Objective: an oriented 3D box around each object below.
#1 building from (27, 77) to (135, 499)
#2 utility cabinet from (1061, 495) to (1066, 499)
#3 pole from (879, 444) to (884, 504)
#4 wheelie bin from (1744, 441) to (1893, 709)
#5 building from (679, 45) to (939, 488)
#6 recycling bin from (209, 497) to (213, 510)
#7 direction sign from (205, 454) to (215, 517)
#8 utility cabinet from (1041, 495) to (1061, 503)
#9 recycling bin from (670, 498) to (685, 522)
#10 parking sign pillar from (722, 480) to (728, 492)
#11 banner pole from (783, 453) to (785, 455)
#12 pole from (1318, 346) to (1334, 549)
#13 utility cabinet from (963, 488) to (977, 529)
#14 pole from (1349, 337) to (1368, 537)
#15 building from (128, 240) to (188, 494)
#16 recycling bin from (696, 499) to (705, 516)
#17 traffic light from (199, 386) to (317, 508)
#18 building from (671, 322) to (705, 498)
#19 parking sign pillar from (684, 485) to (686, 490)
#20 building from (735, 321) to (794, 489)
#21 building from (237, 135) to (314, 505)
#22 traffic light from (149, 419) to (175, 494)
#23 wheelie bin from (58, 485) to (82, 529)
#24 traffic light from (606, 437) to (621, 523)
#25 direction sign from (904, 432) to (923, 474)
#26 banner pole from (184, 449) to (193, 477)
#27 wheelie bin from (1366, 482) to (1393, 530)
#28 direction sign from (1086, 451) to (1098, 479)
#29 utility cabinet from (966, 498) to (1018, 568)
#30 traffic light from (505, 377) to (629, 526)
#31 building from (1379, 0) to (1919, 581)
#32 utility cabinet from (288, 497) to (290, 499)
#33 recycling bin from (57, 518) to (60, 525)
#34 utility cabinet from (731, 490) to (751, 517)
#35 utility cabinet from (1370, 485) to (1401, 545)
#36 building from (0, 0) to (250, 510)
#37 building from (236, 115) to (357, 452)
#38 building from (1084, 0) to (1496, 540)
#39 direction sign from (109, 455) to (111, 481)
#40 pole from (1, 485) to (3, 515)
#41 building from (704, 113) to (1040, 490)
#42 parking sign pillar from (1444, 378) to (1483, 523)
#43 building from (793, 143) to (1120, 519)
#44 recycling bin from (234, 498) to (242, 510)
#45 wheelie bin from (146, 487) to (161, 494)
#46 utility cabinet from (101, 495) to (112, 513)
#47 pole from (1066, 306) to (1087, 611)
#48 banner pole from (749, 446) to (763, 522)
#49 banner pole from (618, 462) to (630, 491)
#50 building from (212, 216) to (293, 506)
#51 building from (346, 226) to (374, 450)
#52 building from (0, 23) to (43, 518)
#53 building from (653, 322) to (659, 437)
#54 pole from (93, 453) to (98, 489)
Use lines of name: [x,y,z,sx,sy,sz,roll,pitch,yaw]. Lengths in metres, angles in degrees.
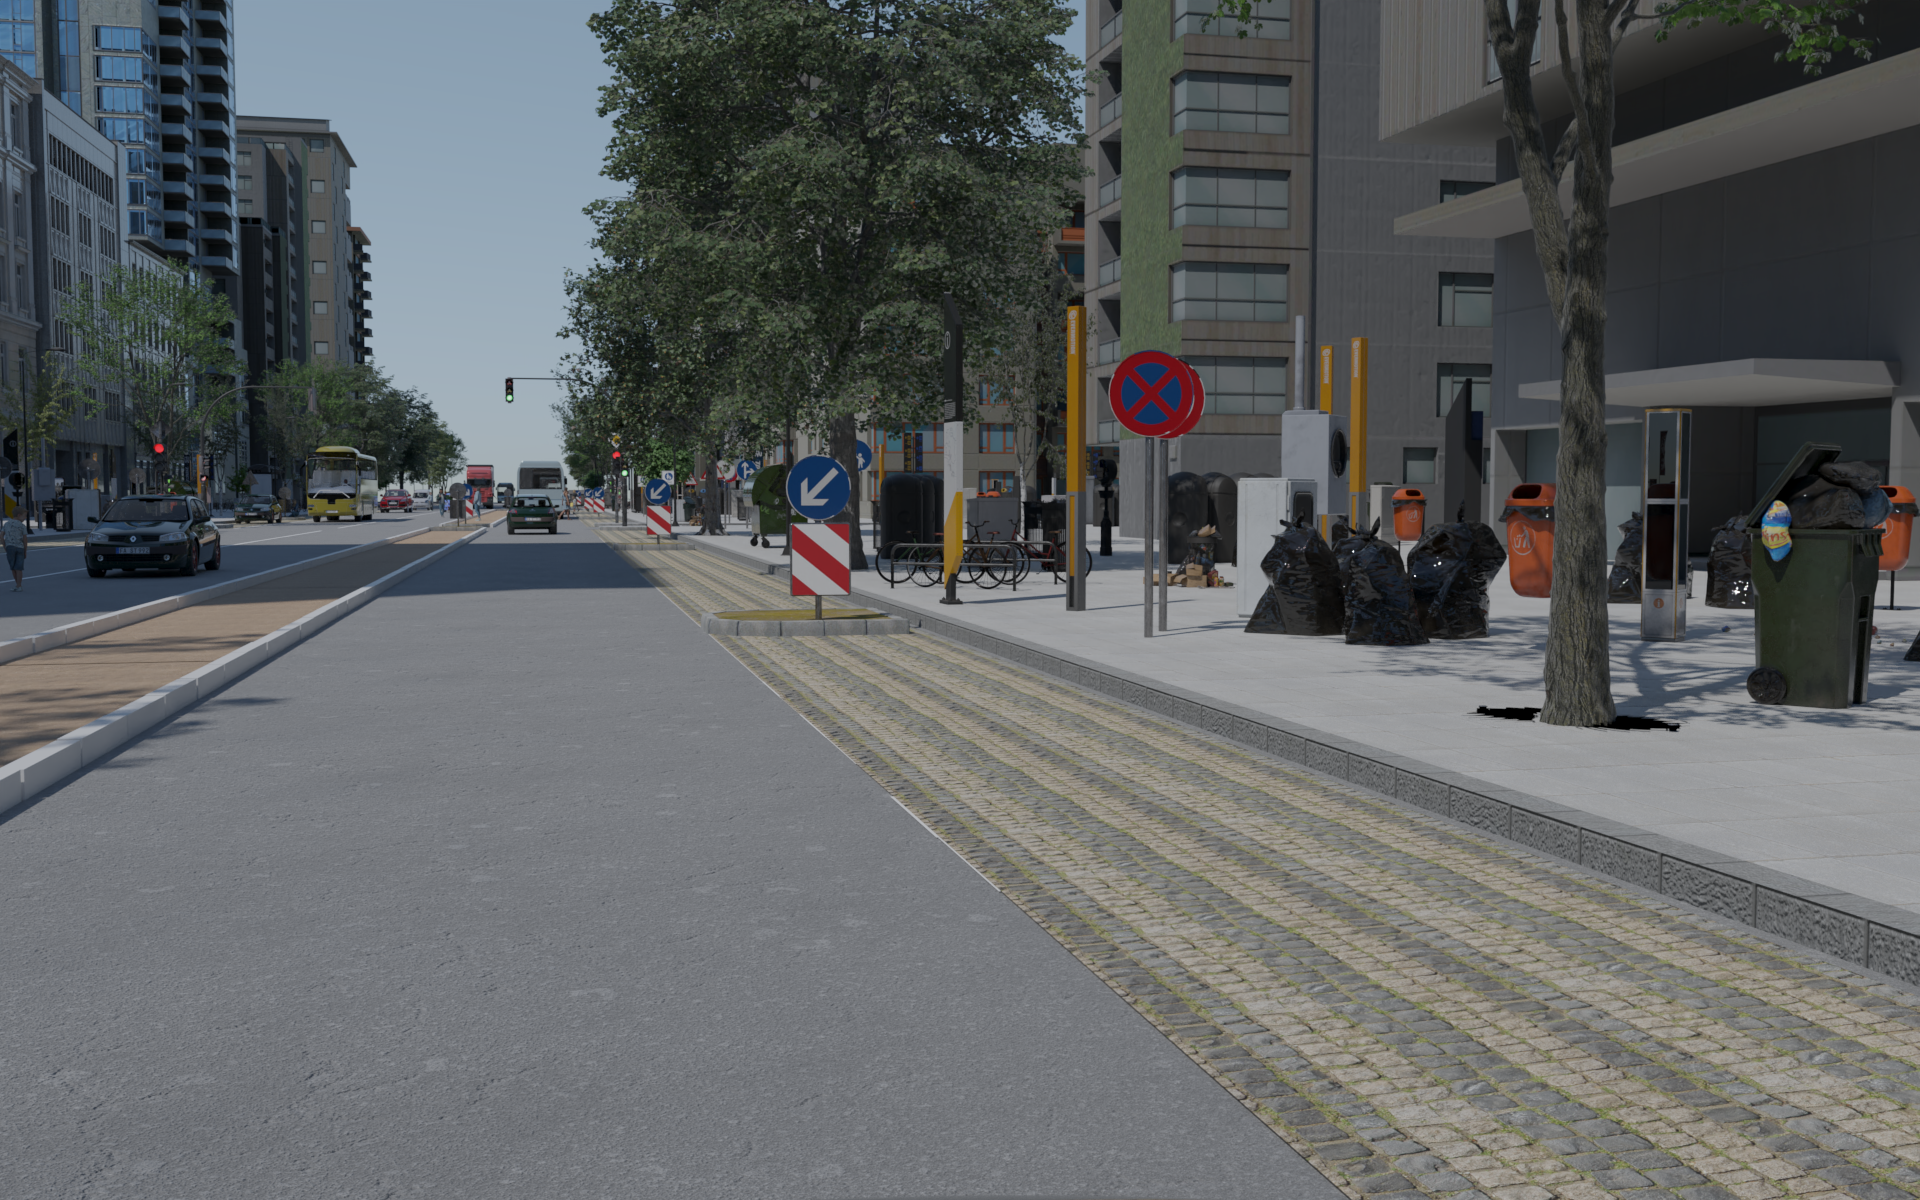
building: [-60.109,-17.679,107.069,12.078,24.808,19.932,-1,4,-13]
utility cabinet: [5.219,-4.682,87.716,1.020,1.237,0.306,-2,4,-30]
pole: [-3.206,-4.712,70.888,0.158,3.312,0.155,0,3,0]
wheelie bin: [5.265,-0.166,10.615,0.693,1.594,0.980,3,5,42]
building: [-17.885,-37.658,204.943,28.713,52.752,27.495,-1,4,-13]
recycling bin: [-58.988,-7.522,135.538,0.722,1.027,0.722,3,5,39]
direction sign: [-42.412,-6.481,97.966,0.876,3.537,0.379,3,5,40]
utility cabinet: [4.359,-4.464,84.146,0.306,1.237,1.020,-2,4,-33]
recycling bin: [-12.824,-4.102,79.625,0.722,1.027,0.722,0,4,-5]
parking sign pillar: [-20.165,-9.821,149.046,1.447,3.967,1.447,-1,4,-18]
banner pole: [-10.409,-6.994,104.372,0.863,3.779,0.401,2,4,34]
pole: [5.060,-1.842,23.952,0.158,3.312,0.155,0,3,0]
utility cabinet: [0.293,-3.359,63.592,0.318,1.500,1.173,-1,4,-16]
pole: [5.216,-1.764,22.690,0.158,3.312,0.155,0,3,0]
building: [-63.107,-16.937,126.067,9.793,20.994,18.267,-1,4,-13]
recycling bin: [-14.625,-5.163,96.975,0.722,1.027,0.722,3,5,40]
traffic light: [-29.585,-6.007,72.887,4.771,5.953,1.251,-1,4,-13]
building: [-34.873,-37.345,265.215,22.147,44.769,28.867,-1,4,-13]
parking sign pillar: [-20.465,-8.505,127.533,1.447,3.967,1.447,0,4,-1]
building: [-2.204,-17.784,135.814,27.650,21.520,28.899,-1,4,-13]
building: [-80.080,-31.068,191.552,14.154,41.232,14.086,-1,4,-13]
traffic light: [-29.762,-4.629,64.603,0.839,4.253,0.868,-1,4,-13]
wheelie bin: [-32.526,-3.404,63.558,0.980,1.594,0.693,-3,4,-37]
traffic light: [-15.146,-5.342,76.269,0.839,4.253,0.868,-1,4,-13]
direction sign: [-1.720,-4.397,63.882,0.876,3.537,0.379,-3,5,-40]
banner pole: [-42.900,-6.508,96.422,0.863,3.779,0.401,2,4,26]
wheelie bin: [11.092,-2.291,45.369,0.693,1.594,0.980,-2,4,-31]
direction sign: [6.919,-6.076,91.341,0.876,3.537,0.379,-2,4,-32]
utility cabinet: [0.563,-1.173,30.335,0.306,1.237,1.020,3,5,45]
traffic light: [-15.323,-5.701,67.879,4.771,5.953,1.251,-1,4,-13]
building: [24.780,-26.694,25.686,28.713,52.752,27.495,-1,4,-13]
utility cabinet: [-50.241,-7.221,129.220,0.306,1.237,1.020,0,4,-7]
recycling bin: [-37.470,-3.682,72.748,0.722,1.027,0.722,3,5,40]
utility cabinet: [-11.794,-5.218,93.995,1.173,1.500,0.318,0,4,1]
utility cabinet: [10.539,-2.091,42.864,0.318,1.500,1.173,3,4,37]
building: [-76.277,-51.425,153.478,22.319,86.520,31.000,-1,4,-13]
building: [-100.817,-40.054,244.114,28.713,52.752,27.495,-1,4,-13]
building: [11.210,-22.647,53.878,14.154,41.232,14.086,-1,4,-13]
direction sign: [-49.191,-6.643,100.609,0.379,3.537,0.876,0,4,-6]
pole: [-32.854,-3.995,59.168,0.158,3.312,0.155,0,3,0]
building: [-10.171,-29.900,180.741,32.217,40.220,23.993,-1,4,-13]
parking sign pillar: [11.887,-3.208,40.928,1.447,3.967,1.447,0,4,-5]
building: [6.283,-15.919,105.320,28.899,21.520,27.650,-1,4,-13]
recycling bin: [-45.570,-5.954,109.900,0.722,1.027,0.722,-3,5,-45]
wheelie bin: [-34.717,-4.086,74.711,0.980,1.594,0.693,-1,4,-17]
utility cabinet: [-50.927,-5.609,102.871,1.020,1.237,0.306,0,4,0]
pole: [1.274,-1.534,18.930,0.158,3.312,0.155,0,3,0]
banner pole: [-9.348,-5.430,78.794,0.863,3.779,0.401,-1,4,-8]
banner pole: [-22.789,-7.759,116.881,0.863,3.779,0.401,-1,4,-14]
building: [-77.378,-24.854,178.060,14.160,30.474,14.107,-1,4,-13]
building: [-104.537,-37.783,272.383,22.147,44.769,28.867,-1,4,-13]
building: [-56.157,-18.423,87.127,13.634,28.700,20.117,-1,4,-13]
building: [-40.983,-41.251,294.065,23.786,49.044,30.456,-1,4,-13]
pole: [-42.913,-5.637,86.012,0.158,3.312,0.155,0,3,0]
